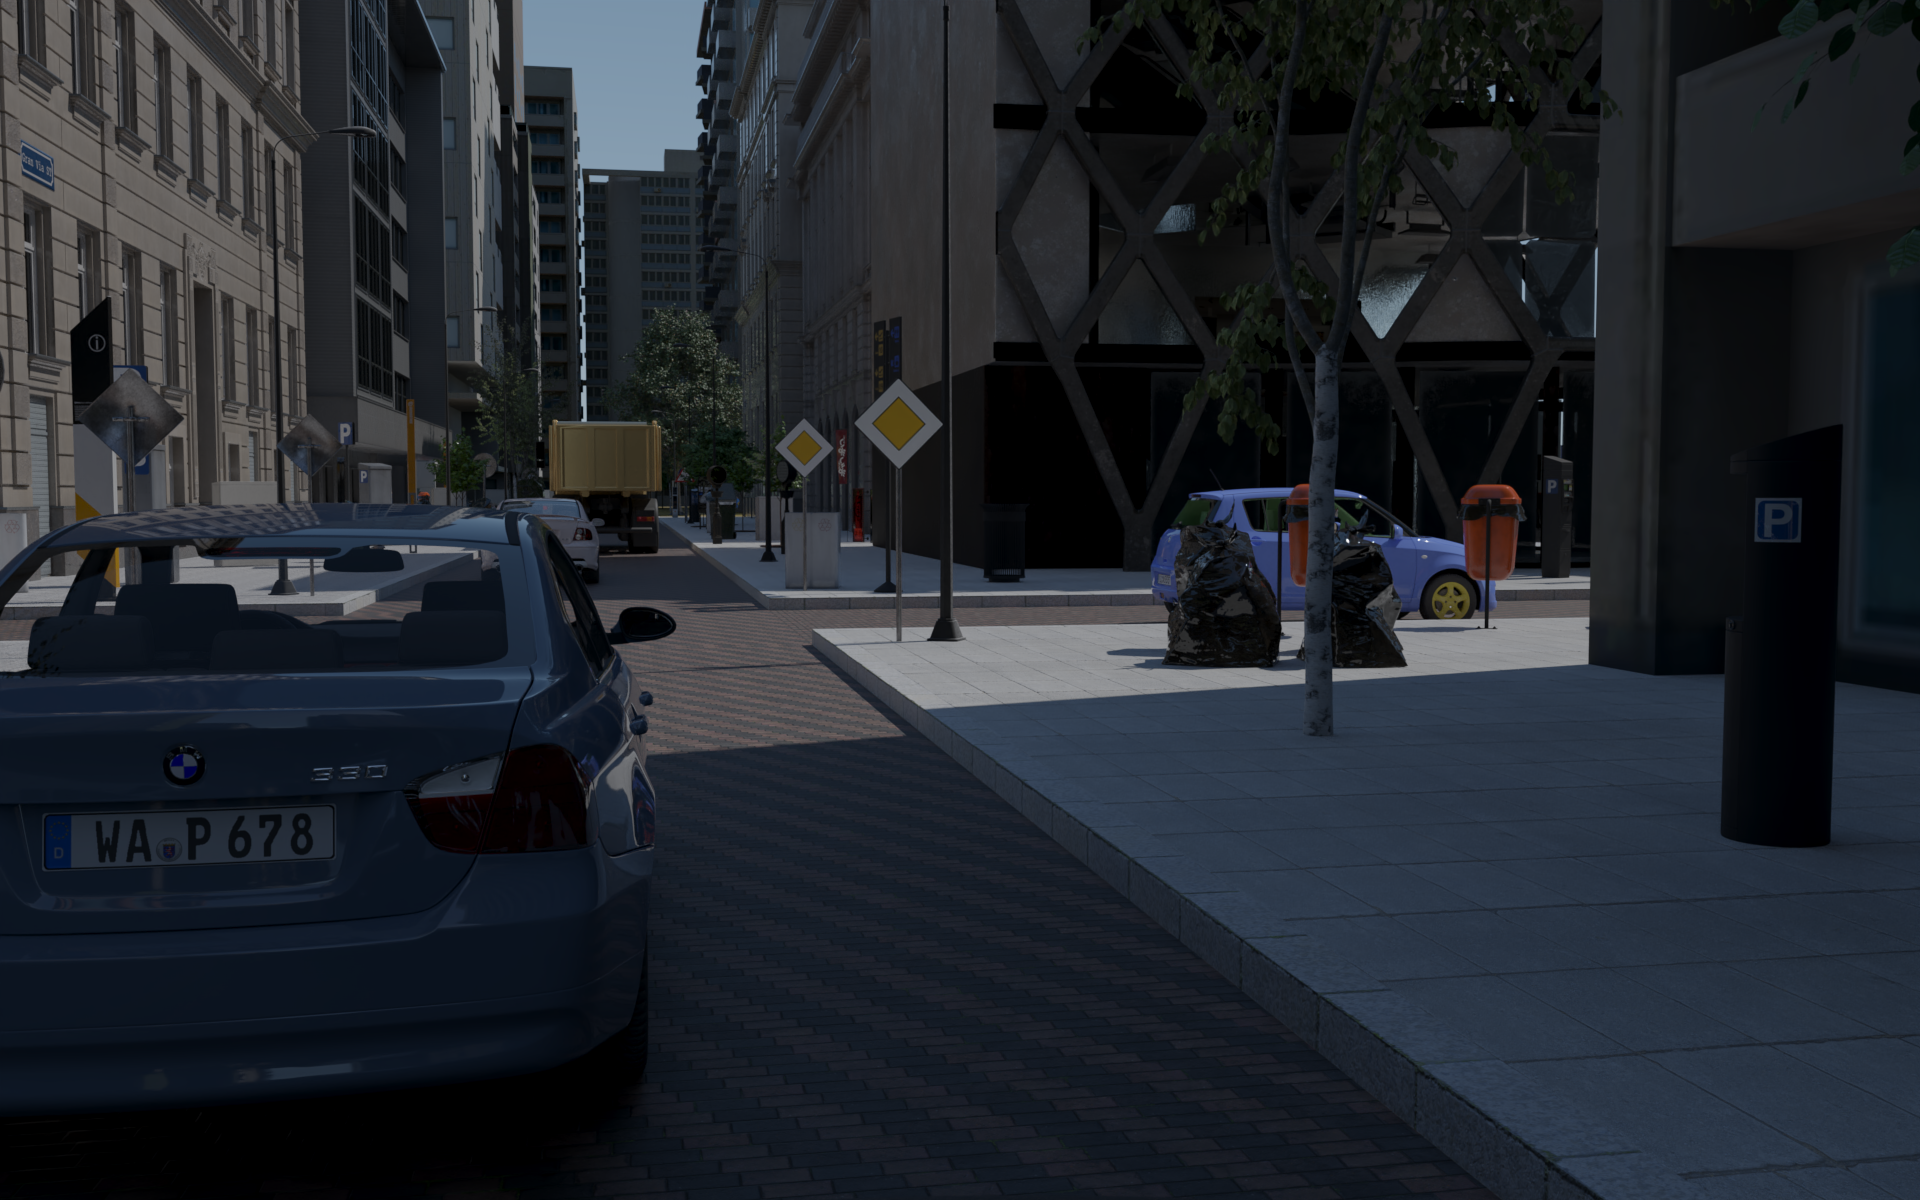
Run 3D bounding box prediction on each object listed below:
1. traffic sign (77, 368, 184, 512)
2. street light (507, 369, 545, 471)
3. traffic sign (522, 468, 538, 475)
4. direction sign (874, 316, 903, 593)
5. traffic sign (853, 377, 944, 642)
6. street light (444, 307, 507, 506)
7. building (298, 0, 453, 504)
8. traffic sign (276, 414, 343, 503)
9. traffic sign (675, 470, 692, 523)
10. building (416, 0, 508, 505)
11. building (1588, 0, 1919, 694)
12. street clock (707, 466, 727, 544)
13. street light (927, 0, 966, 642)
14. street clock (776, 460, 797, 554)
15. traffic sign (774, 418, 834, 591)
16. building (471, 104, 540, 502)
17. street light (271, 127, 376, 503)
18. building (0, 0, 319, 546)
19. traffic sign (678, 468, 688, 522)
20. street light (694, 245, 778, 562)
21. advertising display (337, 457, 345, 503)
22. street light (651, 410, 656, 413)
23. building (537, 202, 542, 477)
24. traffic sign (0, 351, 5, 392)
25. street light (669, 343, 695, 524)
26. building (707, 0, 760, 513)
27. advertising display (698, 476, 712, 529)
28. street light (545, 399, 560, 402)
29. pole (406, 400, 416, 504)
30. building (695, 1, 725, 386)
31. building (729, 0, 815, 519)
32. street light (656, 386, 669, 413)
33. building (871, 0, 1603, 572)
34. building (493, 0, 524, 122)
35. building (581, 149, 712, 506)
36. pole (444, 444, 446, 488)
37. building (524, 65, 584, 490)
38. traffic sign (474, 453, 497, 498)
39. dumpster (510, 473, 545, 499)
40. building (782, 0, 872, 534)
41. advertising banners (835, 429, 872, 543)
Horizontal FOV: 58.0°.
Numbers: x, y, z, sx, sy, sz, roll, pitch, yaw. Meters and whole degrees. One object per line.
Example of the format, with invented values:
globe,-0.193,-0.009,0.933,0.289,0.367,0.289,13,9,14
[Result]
traffic sign,-6.619,-0.625,13.869,0.795,2.450,0.064,-1,4,-11
street light,-16.287,-5.603,64.143,1.470,5.913,1.316,-1,4,-11
traffic sign,-20.828,-5.127,83.935,0.768,2.556,0.104,0,4,-6
direction sign,-0.938,-1.868,22.546,0.379,3.537,0.876,-2,4,-25
traffic sign,-0.534,-0.696,15.022,0.795,2.450,0.064,-1,4,-11
street light,-12.165,-4.308,42.984,1.470,5.913,1.316,-1,4,-11
building,-27.145,-14.865,62.116,14.314,24.678,30.058,-1,4,-11
traffic sign,-8.138,-1.105,21.709,0.795,2.450,0.064,-1,4,-11
traffic sign,-12.179,-4.693,76.727,0.884,2.594,0.081,0,4,-1
building,-42.493,-31.552,105.113,28.713,52.752,27.495,-1,4,-11
building,17.188,-23.218,3.312,21.300,48.544,21.600,-1,4,-11
street clock,-6.220,-2.432,44.340,0.471,2.002,0.358,-2,4,-31
street light,-0.651,-2.592,14.922,1.470,5.913,1.316,-1,4,-11
street clock,-3.685,-1.974,36.851,0.358,2.002,0.471,-3,5,-39
traffic sign,-2.052,-1.176,22.862,0.795,2.450,0.064,-1,4,-11
building,-38.976,-21.771,127.661,14.160,30.474,14.107,-1,4,-11
street light,-8.077,-3.023,21.963,1.470,5.913,1.316,-1,4,-11
building,-21.297,-14.509,34.486,12.463,27.353,25.104,-1,4,-11
traffic sign,-12.721,-4.921,80.570,0.768,2.556,0.104,0,4,-7
street light,-4.168,-3.674,32.616,1.470,5.913,1.316,-1,4,-11
advertising display,-10.961,-1.559,30.708,0.123,1.923,0.974,-1,4,-19
street light,-16.441,-7.576,96.407,1.470,5.913,1.316,-1,4,-11
building,-45.594,-23.639,158.198,14.107,30.474,14.160,-1,4,-11
traffic sign,-7.216,-0.750,12.368,0.768,2.556,0.104,0,4,-6
street light,-8.154,-4.959,53.621,1.470,5.913,1.316,-1,4,-11
building,-6.917,-31.049,127.255,23.786,49.044,30.456,-1,4,-11
advertising display,-9.037,-3.525,62.841,0.974,1.923,0.123,1,4,15
street light,-20.231,-6.874,84.928,1.470,5.913,1.316,-1,4,-11
pole,-11.869,-2.669,37.486,0.158,3.312,0.155,0,3,0
building,-12.368,-30.706,156.667,22.147,44.769,28.867,-1,4,-11
building,-4.424,-17.663,86.055,12.463,27.353,25.104,-1,4,-11
street light,-12.203,-6.250,74.723,1.470,5.913,1.316,-1,4,-11
building,7.634,-10.278,35.492,16.811,18.784,16.820,-1,4,-11
building,-42.835,-30.030,141.105,14.600,45.320,14.200,-1,4,-11
building,-30.920,-30.959,198.056,23.993,40.220,32.217,-1,4,-11
pole,-19.187,-4.338,64.778,0.158,3.312,0.155,0,3,0
building,-52.157,-34.487,187.569,21.600,48.544,21.300,-1,4,-11
traffic sign,-14.745,-3.277,53.691,0.768,2.556,0.104,0,4,-2
dumpster,-19.829,-4.702,79.375,1.502,2.255,1.985,-1,4,-11
building,1.347,-13.489,62.346,13.314,21.916,24.055,-1,4,-11
advertising banners,-2.687,-3.053,46.102,0.090,3.025,2.074,-3,5,-40
